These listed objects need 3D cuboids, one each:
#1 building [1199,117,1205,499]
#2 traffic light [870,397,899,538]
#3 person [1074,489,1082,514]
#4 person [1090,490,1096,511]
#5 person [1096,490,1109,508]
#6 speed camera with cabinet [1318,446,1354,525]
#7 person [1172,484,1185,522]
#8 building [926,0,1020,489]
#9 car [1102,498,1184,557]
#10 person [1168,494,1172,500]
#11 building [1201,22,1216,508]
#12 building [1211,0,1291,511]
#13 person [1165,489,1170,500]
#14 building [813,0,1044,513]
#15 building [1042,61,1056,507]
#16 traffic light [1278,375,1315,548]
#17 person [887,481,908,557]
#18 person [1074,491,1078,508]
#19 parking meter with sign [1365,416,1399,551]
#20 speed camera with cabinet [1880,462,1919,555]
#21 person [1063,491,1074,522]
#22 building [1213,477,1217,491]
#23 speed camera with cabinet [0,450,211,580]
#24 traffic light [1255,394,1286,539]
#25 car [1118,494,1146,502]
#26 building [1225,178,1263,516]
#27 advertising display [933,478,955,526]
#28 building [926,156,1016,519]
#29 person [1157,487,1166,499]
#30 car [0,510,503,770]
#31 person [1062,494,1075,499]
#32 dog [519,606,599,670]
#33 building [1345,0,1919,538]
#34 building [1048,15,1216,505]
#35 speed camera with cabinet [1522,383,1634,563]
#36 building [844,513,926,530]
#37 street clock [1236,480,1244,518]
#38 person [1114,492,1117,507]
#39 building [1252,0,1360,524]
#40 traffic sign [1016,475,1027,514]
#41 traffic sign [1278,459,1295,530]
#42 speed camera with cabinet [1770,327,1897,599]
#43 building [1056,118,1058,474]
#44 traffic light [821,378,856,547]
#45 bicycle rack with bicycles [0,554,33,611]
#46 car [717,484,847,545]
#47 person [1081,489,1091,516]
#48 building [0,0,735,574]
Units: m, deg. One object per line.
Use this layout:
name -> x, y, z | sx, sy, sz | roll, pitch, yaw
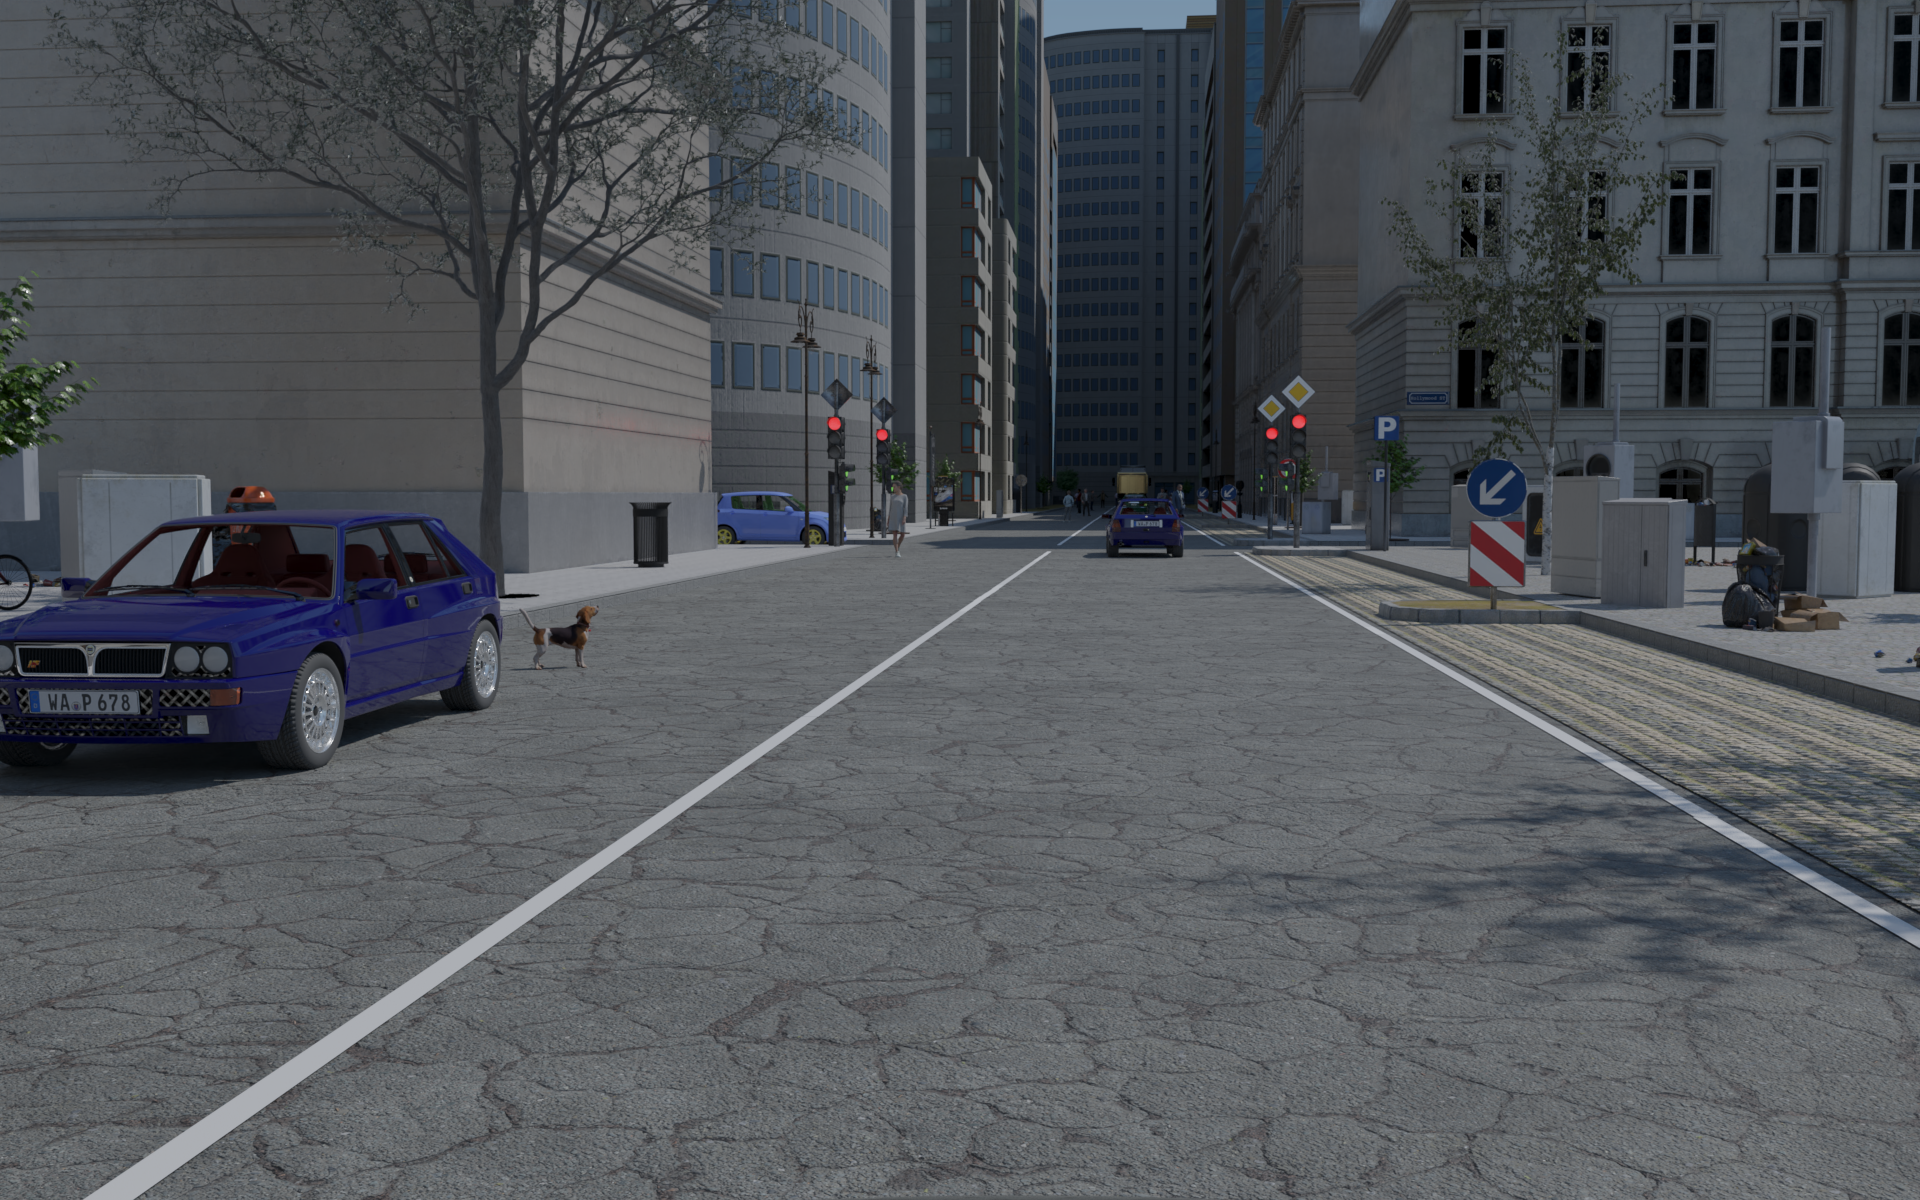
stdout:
building -> 33.438, -30.978, 190.081 | 14.154, 41.232, 14.086 | 0, 4, 6
traffic light -> -2.189, -3.739, 50.055 | 0.839, 4.253, 0.868 | 0, 4, 6
person -> 8.758, -7.288, 127.619 | 0.705, 1.831, 1.348 | 2, 4, 25
person -> 11.503, -8.538, 148.625 | 0.750, 1.759, 0.617 | 2, 4, 29
person -> 14.926, -10.552, 181.116 | 1.348, 1.812, 0.705 | 1, 4, 18
speed camera with cabinet -> 15.783, -4.704, 71.239 | 2.038, 3.252, 0.660 | 3, 4, 36
person -> 8.295, -3.496, 65.840 | 0.419, 1.800, 0.721 | 3, 5, 45
building -> -2.946, -27.444, 132.299 | 14.154, 41.232, 14.086 | 0, 4, 6
car -> 4.293, -1.710, 40.535 | 1.945, 1.354, 3.894 | 0, 4, 4
person -> 20.026, -9.228, 162.574 | 0.799, 1.438, 0.628 | -3, 5, -41
building -> 35.232, -33.494, 171.323 | 21.300, 48.544, 21.600 | 0, 4, 6
building -> 26.854, -29.546, 133.184 | 14.600, 45.320, 14.200 | 0, 4, 6
person -> 17.622, -8.523, 147.849 | 0.705, 1.824, 1.348 | -1, 4, -13
building -> -3.856, -37.375, 153.076 | 21.231, 58.520, 28.212 | 0, 4, 6
building -> 1.737, -32.057, 174.250 | 14.600, 45.320, 14.200 | 0, 4, 6
traffic light -> 7.976, -3.187, 41.034 | 0.839, 4.253, 0.868 | 0, 4, 6
person -> -1.437, -1.849, 39.484 | 0.466, 1.731, 0.760 | -1, 4, -14
person -> 12.055, -10.346, 178.595 | 0.756, 1.711, 0.436 | -1, 4, -17
parking meter with sign -> 9.554, -2.643, 39.470 | 0.543, 3.016, 1.738 | 0, 4, 4
speed camera with cabinet -> 21.272, -2.687, 38.270 | 0.660, 3.252, 2.038 | 0, 4, 3
person -> 5.561, -4.792, 88.661 | 0.589, 1.601, 0.330 | 1, 4, 21
building -> 32.916, -43.492, 149.344 | 20.563, 71.187, 20.611 | 0, 4, 6
speed camera with cabinet -> -7.553, -1.253, 14.815 | 2.038, 3.252, 0.660 | -1, 4, -16
traffic light -> 8.770, -3.673, 48.980 | 0.839, 4.253, 0.868 | 0, 4, 6
car -> 10.826, -5.844, 107.348 | 2.131, 1.459, 4.920 | 0, 4, 7
building -> 24.259, -16.454, 110.824 | 13.314, 21.916, 24.055 | 0, 4, 6
advertising display -> -0.633, -3.899, 68.956 | 0.974, 1.923, 0.123 | 2, 4, 35
building -> -11.371, -15.881, 104.691 | 27.650, 21.520, 28.899 | 0, 4, 6
person -> 11.238, -5.371, 96.501 | 0.511, 1.800, 0.466 | 1, 4, 12
car -> -4.091, 0.141, 10.282 | 1.945, 1.354, 3.894 | 0, 4, 4
person -> 9.423, -8.621, 149.978 | 1.217, 1.766, 0.721 | 0, 4, 8
dog -> -3.291, 0.307, 14.265 | 0.406, 0.507, 0.540 | 2, 4, 27
building -> 30.547, -14.395, 54.441 | 34.723, 24.649, 14.460 | 0, 4, 6
building -> 20.979, -41.353, 218.112 | 28.212, 58.520, 21.231 | 0, 4, 6
speed camera with cabinet -> 11.227, -2.275, 31.529 | 0.660, 3.252, 2.038 | -2, 4, -31
building -> -13.397, -32.045, 65.927 | 21.231, 58.520, 28.212 | 0, 4, 6
street clock -> 14.880, -5.353, 92.094 | 0.471, 2.002, 0.358 | -3, 5, -41
person -> 17.503, -11.210, 192.728 | 0.436, 1.711, 0.756 | -1, 4, -21
building -> 21.605, -17.676, 86.267 | 12.463, 27.353, 25.104 | 0, 4, 6
traffic sign -> 4.007, -6.920, 113.249 | 0.768, 2.556, 0.104 | 1, 4, 9
traffic sign -> 11.824, -3.810, 62.392 | 0.768, 2.556, 0.104 | 1, 4, 10
speed camera with cabinet -> 10.733, -1.645, 21.236 | 2.038, 3.252, 0.660 | -3, 4, -37
building -> 3.354, -33.141, 191.969 | 14.200, 45.320, 14.600 | 0, 4, 6
traffic light -> -2.983, -3.253, 42.109 | 0.839, 4.253, 0.868 | 0, 4, 6
bicycle rack with bicycles -> -11.842, -0.298, 18.261 | 2.925, 0.926, 2.852 | 1, 4, 13
car -> -4.860, -2.235, 46.133 | 3.694, 1.707, 1.945 | 0, 4, 5
person -> 8.170, -6.305, 111.978 | 0.661, 1.777, 0.834 | -1, 4, -21
building -> -17.367, -15.124, 34.672 | 23.554, 28.519, 14.401 | 0, 4, 6
